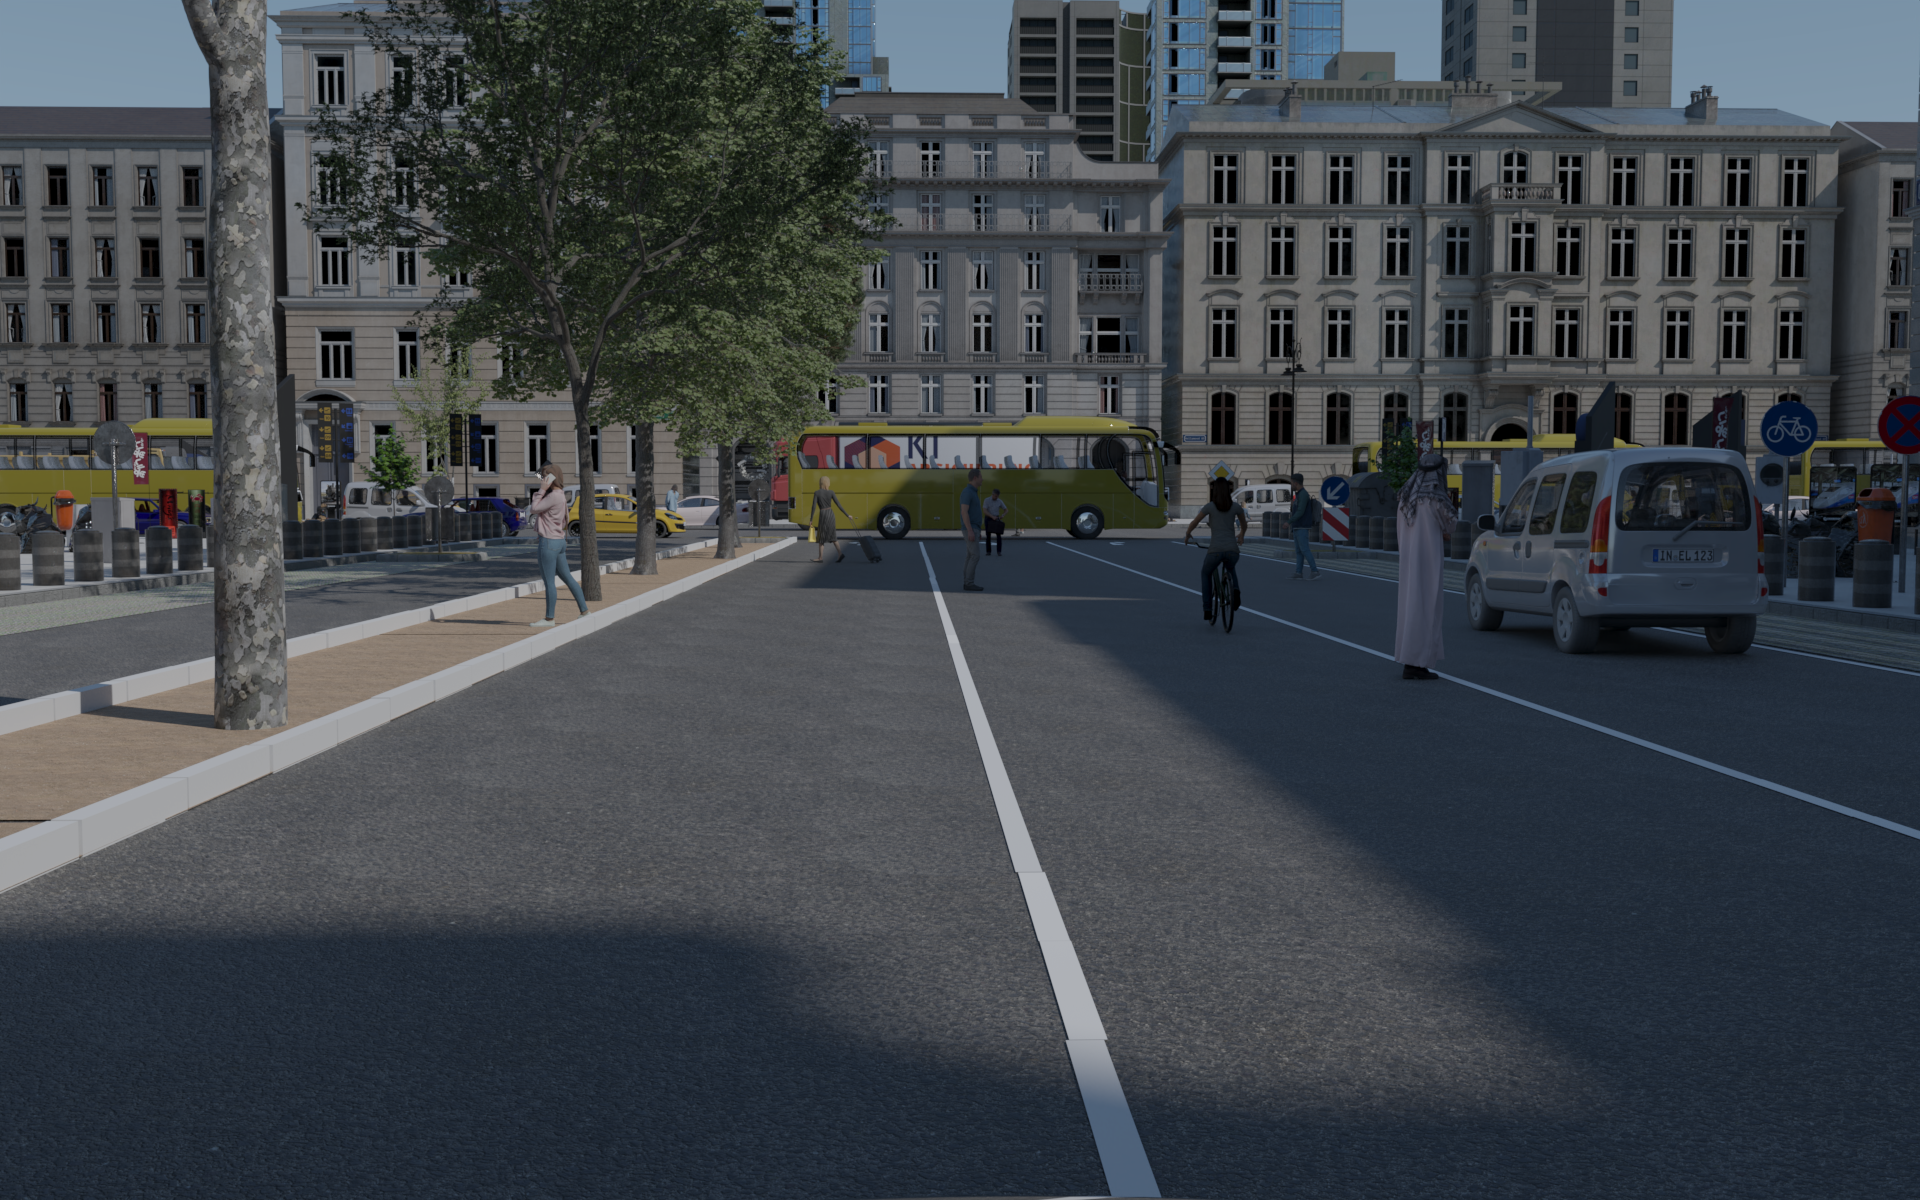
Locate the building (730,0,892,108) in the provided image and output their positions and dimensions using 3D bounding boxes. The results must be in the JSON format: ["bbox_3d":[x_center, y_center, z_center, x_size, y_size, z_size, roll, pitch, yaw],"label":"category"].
[{"bbox_3d":[-22.892,-57.561,253.788,31.000,86.520,22.319,0,4,-2],"label":"building"}]

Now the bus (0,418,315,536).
[{"bbox_3d":[-27.800,-3.990,56.779,12.252,3.916,2.896,0,4,-3],"label":"bus"}]

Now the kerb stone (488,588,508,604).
[{"bbox_3d":[-6.126,-0.029,22.674,0.120,0.150,1.000,0,4,-2],"label":"kerb stone"}]

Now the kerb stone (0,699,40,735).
[{"bbox_3d":[-5.727,0.724,10.358,0.120,0.150,1.000,0,4,-2],"label":"kerb stone"}]

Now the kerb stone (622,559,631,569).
[{"bbox_3d":[-6.452,-0.657,32.945,0.120,0.150,1.000,0,4,-2],"label":"kerb stone"}]

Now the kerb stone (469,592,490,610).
[{"bbox_3d":[-6.089,0.037,21.650,0.120,0.150,1.000,0,4,-2],"label":"kerb stone"}]

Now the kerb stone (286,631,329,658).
[{"bbox_3d":[-5.897,0.416,15.494,0.120,0.150,1.000,0,4,-2],"label":"kerb stone"}]

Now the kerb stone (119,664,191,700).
[{"bbox_3d":[-5.800,0.598,12.415,0.120,0.150,1.000,0,4,-2],"label":"kerb stone"}]

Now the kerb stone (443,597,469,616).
[{"bbox_3d":[-6.064,0.096,20.626,0.120,0.150,1.000,0,4,-2],"label":"kerb stone"}]

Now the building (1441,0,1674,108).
[{"bbox_3d":[62.994,-45.926,189.137,20.611,71.187,20.563,0,4,-2],"label":"building"}]

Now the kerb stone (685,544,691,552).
[{"bbox_3d":[-6.746,-1.223,42.195,0.120,0.150,1.000,0,4,-2],"label":"kerb stone"}]

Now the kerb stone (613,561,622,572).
[{"bbox_3d":[-6.414,-0.594,31.921,0.120,0.150,1.000,0,4,-2],"label":"kerb stone"}]

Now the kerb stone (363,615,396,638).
[{"bbox_3d":[-5.950,0.284,17.547,0.120,0.150,1.000,0,4,-2],"label":"kerb stone"}]

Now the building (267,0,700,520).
[{"bbox_3d":[-23.722,-18.684,91.381,20.117,28.700,13.634,0,4,-2],"label":"building"}]

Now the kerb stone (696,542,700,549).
[{"bbox_3d":[-6.818,-1.349,44.255,0.120,0.150,1.000,0,4,-2],"label":"kerb stone"}]

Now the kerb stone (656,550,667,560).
[{"bbox_3d":[-6.620,-0.964,38.092,0.120,0.150,1.000,0,4,-2],"label":"kerb stone"}]

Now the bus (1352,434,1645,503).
[{"bbox_3d":[22.550,-4.895,71.583,12.252,3.916,2.896,0,4,-3],"label":"bus"}]

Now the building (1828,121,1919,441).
[{"bbox_3d":[54.949,-14.884,92.509,18.267,20.994,9.793,0,4,-2],"label":"building"}]

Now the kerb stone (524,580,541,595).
[{"bbox_3d":[-6.190,-0.155,24.735,0.120,0.150,1.000,0,4,-2],"label":"kerb stone"}]

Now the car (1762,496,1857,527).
[{"bbox_3d":[26.886,-2.719,56.817,4.827,1.381,2.083,0,4,-1],"label":"car"}]

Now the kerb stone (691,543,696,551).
[{"bbox_3d":[-6.783,-1.286,43.223,0.120,0.150,1.000,0,4,-2],"label":"kerb stone"}]

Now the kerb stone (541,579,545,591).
[{"bbox_3d":[-6.220,-0.218,25.765,0.120,0.150,1.000,0,4,-2],"label":"kerb stone"}]

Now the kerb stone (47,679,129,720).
[{"bbox_3d":[-5.763,0.661,11.383,0.120,0.150,1.000,0,4,-2],"label":"kerb stone"}]

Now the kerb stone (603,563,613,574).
[{"bbox_3d":[-6.382,-0.531,30.896,0.120,0.150,1.000,0,4,-2],"label":"kerb stone"}]

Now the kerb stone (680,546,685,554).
[{"bbox_3d":[-6.719,-1.161,41.170,0.120,0.150,1.000,0,4,-2],"label":"kerb stone"}]

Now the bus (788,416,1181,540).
[{"bbox_3d":[0.724,-3.895,55.236,12.252,3.916,2.896,0,4,-2],"label":"bus"}]

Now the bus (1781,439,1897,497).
[{"bbox_3d":[39.946,-4.854,70.908,12.252,3.916,2.896,0,4,-1],"label":"bus"}]

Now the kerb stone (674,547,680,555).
[{"bbox_3d":[-6.682,-1.097,40.146,0.120,0.150,1.000,0,4,-2],"label":"kerb stone"}]

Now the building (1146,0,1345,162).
[{"bbox_3d":[28.074,-53.221,182.829,22.319,86.520,31.000,0,4,-2],"label":"building"}]

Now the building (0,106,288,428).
[{"bbox_3d":[-42.834,-14.657,88.800,18.267,20.994,9.793,0,4,-2],"label":"building"}]

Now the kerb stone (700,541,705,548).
[{"bbox_3d":[-6.849,-1.412,45.287,0.120,0.150,1.000,0,4,-2],"label":"kerb stone"}]

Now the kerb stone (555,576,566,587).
[{"bbox_3d":[-6.252,-0.281,26.790,0.120,0.150,1.000,0,4,-2],"label":"kerb stone"}]

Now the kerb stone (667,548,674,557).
[{"bbox_3d":[-6.652,-1.031,39.116,0.120,0.150,1.000,0,4,-2],"label":"kerb stone"}]

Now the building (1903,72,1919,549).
[{"bbox_3d":[28.105,-15.164,25.425,11.434,29.767,29.804,0,4,-2],"label":"building"}]

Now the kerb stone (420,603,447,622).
[{"bbox_3d":[-6.029,0.167,19.599,0.120,0.150,1.000,0,4,-2],"label":"kerb stone"}]

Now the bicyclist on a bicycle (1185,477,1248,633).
[{"bbox_3d":[2.748,-0.508,18.336,1.499,1.676,1.625,0,4,-1],"label":"bicyclist on a bicycle"}]

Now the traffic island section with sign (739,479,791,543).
[{"bbox_3d":[-5.977,-2.625,51.056,2.006,1.907,1.989,0,4,-2],"label":"traffic island section with sign"}]

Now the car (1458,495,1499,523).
[{"bbox_3d":[17.300,-2.813,57.999,4.499,1.417,2.014,0,4,-1],"label":"car"}]

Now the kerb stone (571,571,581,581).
[{"bbox_3d":[-6.286,-0.344,27.814,0.120,0.150,1.000,0,4,-2],"label":"kerb stone"}]

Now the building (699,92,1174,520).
[{"bbox_3d":[-1.637,-15.301,91.976,24.055,21.916,13.314,0,4,-2],"label":"building"}]

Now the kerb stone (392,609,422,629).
[{"bbox_3d":[-5.995,0.222,18.571,0.120,0.150,1.000,0,4,-2],"label":"kerb stone"}]

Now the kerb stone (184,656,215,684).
[{"bbox_3d":[-5.834,0.538,13.445,0.120,0.150,1.000,0,4,-2],"label":"kerb stone"}]

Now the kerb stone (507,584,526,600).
[{"bbox_3d":[-6.152,-0.092,23.705,0.120,0.150,1.000,0,4,-2],"label":"kerb stone"}]

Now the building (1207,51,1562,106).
[{"bbox_3d":[34.003,-28.420,156.546,32.217,40.220,23.993,0,4,-2],"label":"building"}]

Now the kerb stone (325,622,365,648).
[{"bbox_3d":[-5.918,0.347,16.523,0.120,0.150,1.000,0,4,-2],"label":"kerb stone"}]

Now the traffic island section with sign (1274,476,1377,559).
[{"bbox_3d":[8.132,-1.852,38.905,1.989,1.847,2.006,0,4,-2],"label":"traffic island section with sign"}]

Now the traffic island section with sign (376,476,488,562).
[{"bbox_3d":[-11.292,-1.752,37.268,1.989,1.847,2.006,0,4,-2],"label":"traffic island section with sign"}]

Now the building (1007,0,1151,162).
[{"bbox_3d":[17.677,-49.939,254.752,20.611,71.187,20.563,0,4,-2],"label":"building"}]

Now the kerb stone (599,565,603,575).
[{"bbox_3d":[-6.354,-0.468,29.868,0.120,0.150,1.000,0,4,-2],"label":"kerb stone"}]

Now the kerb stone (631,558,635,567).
[{"bbox_3d":[-6.490,-0.721,33.977,0.120,0.150,1.000,0,4,-2],"label":"kerb stone"}]

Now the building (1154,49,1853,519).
[{"bbox_3d":[28.082,-16.809,93.919,34.723,24.649,14.460,0,4,-2],"label":"building"}]
